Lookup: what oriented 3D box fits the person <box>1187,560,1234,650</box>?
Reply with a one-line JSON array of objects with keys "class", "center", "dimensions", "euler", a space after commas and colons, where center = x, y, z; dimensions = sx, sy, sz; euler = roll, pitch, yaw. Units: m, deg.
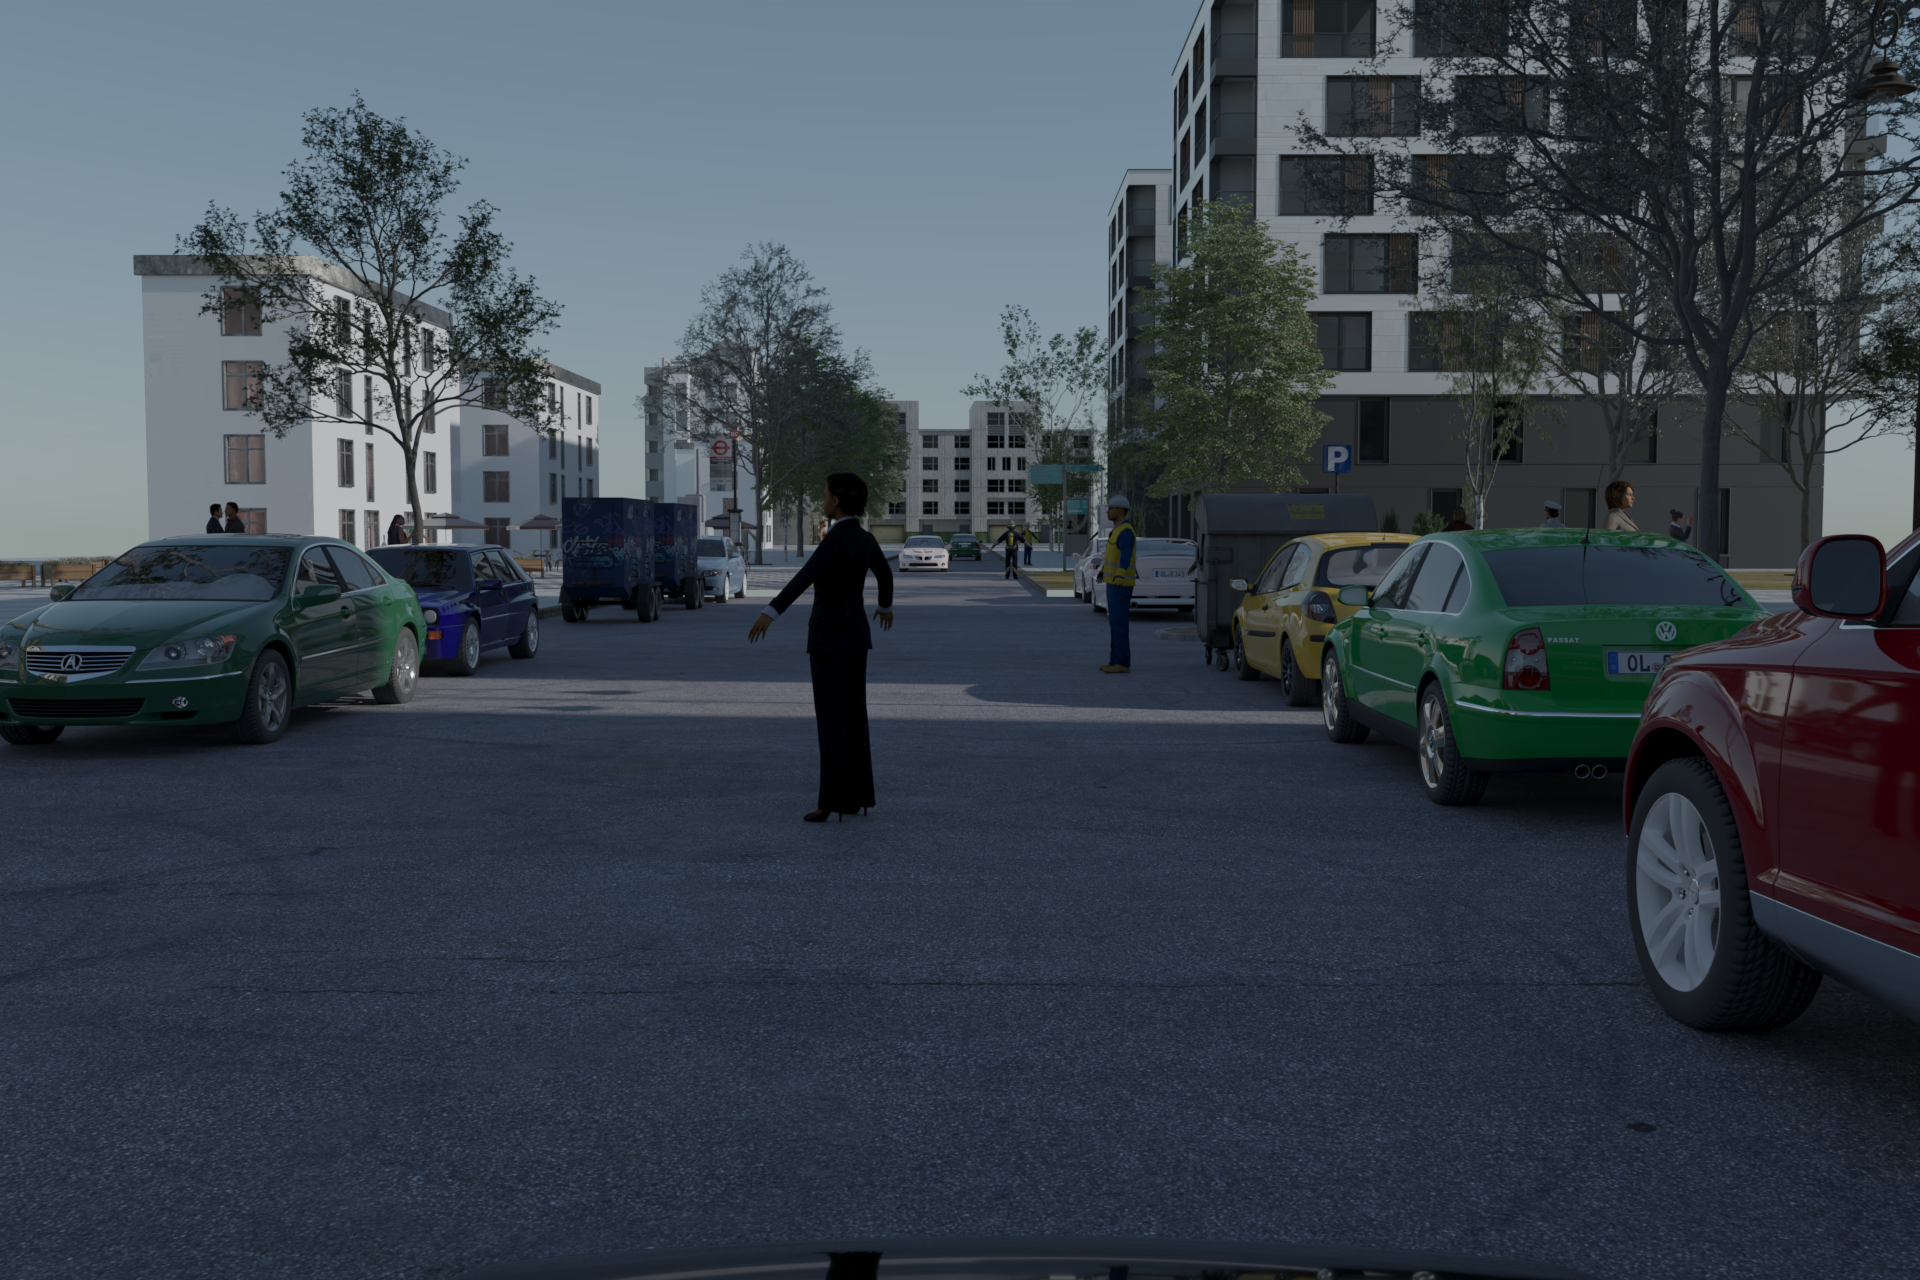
[{"class": "person", "center": [3.304, -0.794, 21.585], "dimensions": [0.704, 1.812, 1.346], "euler": [-2, 4, -27]}]

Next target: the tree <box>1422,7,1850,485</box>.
[{"class": "tree", "center": [15.587, -7.977, 40.786], "dimensions": [12.009, 13.543, 11.850], "euler": [0, 3, 0]}]

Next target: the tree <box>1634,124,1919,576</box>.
[{"class": "tree", "center": [25.781, -8.704, 52.688], "dimensions": [12.009, 13.543, 11.850], "euler": [0, 3, 0]}]

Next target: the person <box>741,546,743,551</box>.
[{"class": "person", "center": [-6.727, -2.540, 50.802], "dimensions": [0.599, 1.433, 0.991], "euler": [3, 5, 43]}]

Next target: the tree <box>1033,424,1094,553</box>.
[{"class": "tree", "center": [6.912, -10.152, 116.346], "dimensions": [4.737, 8.622, 4.395], "euler": [0, 3, 0]}]

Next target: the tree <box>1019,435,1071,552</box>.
[{"class": "tree", "center": [6.555, -10.750, 126.129], "dimensions": [4.737, 8.622, 4.395], "euler": [0, 3, 0]}]

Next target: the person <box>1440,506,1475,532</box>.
[{"class": "person", "center": [8.042, -1.298, 28.025], "dimensions": [1.215, 1.729, 0.721], "euler": [0, 4, 5]}]

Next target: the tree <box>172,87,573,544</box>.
[{"class": "tree", "center": [-11.714, -6.254, 36.667], "dimensions": [7.601, 10.594, 8.767], "euler": [1, 4, 21]}]

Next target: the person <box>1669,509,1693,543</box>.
[{"class": "person", "center": [12.855, -1.463, 30.769], "dimensions": [0.445, 1.727, 0.742], "euler": [-1, 4, -17]}]

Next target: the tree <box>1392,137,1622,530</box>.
[{"class": "tree", "center": [9.738, -5.061, 33.117], "dimensions": [4.360, 8.622, 3.978], "euler": [0, 3, 0]}]

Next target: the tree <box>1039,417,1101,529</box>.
[{"class": "tree", "center": [7.029, -9.671, 108.490], "dimensions": [4.360, 8.622, 3.978], "euler": [0, 3, 0]}]

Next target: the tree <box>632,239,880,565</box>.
[{"class": "tree", "center": [-8.214, -9.852, 71.448], "dimensions": [12.009, 13.543, 11.850], "euler": [0, 3, 0]}]

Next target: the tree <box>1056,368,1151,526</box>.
[{"class": "tree", "center": [6.821, -7.718, 76.559], "dimensions": [4.360, 8.622, 3.978], "euler": [0, 3, 0]}]

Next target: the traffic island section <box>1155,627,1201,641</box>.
[{"class": "traffic island section", "center": [3.736, -0.073, 24.055], "dimensions": [1.991, 0.108, 1.994], "euler": [0, 4, 1]}]

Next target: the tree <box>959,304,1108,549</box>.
[{"class": "tree", "center": [6.252, -17.637, 144.258], "dimensions": [12.611, 20.169, 13.585], "euler": [0, 3, 0]}]

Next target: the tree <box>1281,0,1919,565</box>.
[{"class": "tree", "center": [9.645, -6.827, 21.996], "dimensions": [12.009, 13.543, 11.850], "euler": [0, 3, 0]}]

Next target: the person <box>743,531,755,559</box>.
[{"class": "person", "center": [-9.756, -4.420, 78.209], "dimensions": [1.347, 1.837, 0.705], "euler": [1, 4, 20]}]

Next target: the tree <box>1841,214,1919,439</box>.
[{"class": "tree", "center": [24.665, -6.509, 40.835], "dimensions": [7.601, 10.594, 8.767], "euler": [0, 4, 3]}]

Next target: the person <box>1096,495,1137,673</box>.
[{"class": "person", "center": [1.617, -0.583, 17.965], "dimensions": [0.705, 1.833, 1.349], "euler": [0, 4, -3]}]

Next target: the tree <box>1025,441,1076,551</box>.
[{"class": "tree", "center": [7.007, -11.212, 133.685], "dimensions": [4.737, 8.622, 4.395], "euler": [0, 3, 0]}]

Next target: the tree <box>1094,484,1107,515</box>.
[{"class": "tree", "center": [20.393, -17.501, 236.510], "dimensions": [4.360, 8.622, 3.978], "euler": [0, 3, 0]}]

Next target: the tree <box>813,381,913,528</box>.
[{"class": "tree", "center": [-8.467, -14.628, 145.828], "dimensions": [9.857, 13.997, 8.962], "euler": [0, 3, 0]}]

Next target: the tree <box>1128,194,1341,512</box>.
[{"class": "tree", "center": [9.200, -8.587, 58.528], "dimensions": [7.486, 12.596, 7.792], "euler": [0, 3, 0]}]

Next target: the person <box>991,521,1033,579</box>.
[{"class": "person", "center": [1.639, -2.862, 55.036], "dimensions": [1.354, 1.856, 0.705], "euler": [0, 4, 8]}]

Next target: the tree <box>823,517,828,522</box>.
[{"class": "tree", "center": [-20.050, -19.313, 233.899], "dimensions": [7.486, 12.596, 7.792], "euler": [0, 3, 0]}]

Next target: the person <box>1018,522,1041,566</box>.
[{"class": "person", "center": [2.810, -3.914, 70.458], "dimensions": [1.216, 1.772, 0.721], "euler": [-3, 5, -41]}]

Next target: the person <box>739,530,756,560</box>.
[{"class": "person", "center": [-9.350, -4.213, 75.066], "dimensions": [1.347, 1.806, 0.705], "euler": [1, 4, 9]}]

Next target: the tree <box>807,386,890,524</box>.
[{"class": "tree", "center": [-8.855, -13.069, 131.811], "dimensions": [7.486, 12.596, 7.792], "euler": [0, 3, 0]}]

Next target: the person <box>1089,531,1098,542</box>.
[{"class": "person", "center": [6.207, -4.178, 74.531], "dimensions": [1.346, 1.802, 0.704], "euler": [0, 4, 7]}]

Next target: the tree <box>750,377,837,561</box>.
[{"class": "tree", "center": [-8.380, -7.980, 80.843], "dimensions": [4.360, 8.622, 3.978], "euler": [0, 3, 0]}]

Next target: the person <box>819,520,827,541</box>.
[{"class": "person", "center": [-4.303, -2.999, 55.831], "dimensions": [0.721, 1.733, 1.217], "euler": [1, 4, 10]}]

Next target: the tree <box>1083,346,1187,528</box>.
[{"class": "tree", "center": [6.644, -7.200, 68.079], "dimensions": [4.360, 8.622, 3.978], "euler": [0, 3, 0]}]

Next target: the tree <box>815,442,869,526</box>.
[{"class": "tree", "center": [-8.207, -10.490, 121.880], "dimensions": [4.737, 8.622, 4.395], "euler": [0, 3, 0]}]

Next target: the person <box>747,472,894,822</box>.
[{"class": "person", "center": [-0.661, 0.028, 8.728], "dimensions": [0.721, 1.740, 1.216], "euler": [2, 4, 29]}]

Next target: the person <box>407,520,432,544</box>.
[{"class": "person", "center": [-18.355, -3.211, 58.623], "dimensions": [0.704, 1.817, 1.347], "euler": [1, 4, 19]}]

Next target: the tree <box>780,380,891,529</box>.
[{"class": "tree", "center": [-8.172, -11.227, 109.321], "dimensions": [9.928, 11.665, 9.643], "euler": [0, 3, 0]}]

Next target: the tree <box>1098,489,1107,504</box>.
[{"class": "tree", "center": [20.565, -17.245, 232.318], "dimensions": [4.737, 8.622, 4.395], "euler": [0, 3, 0]}]

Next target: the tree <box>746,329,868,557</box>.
[{"class": "tree", "center": [-8.565, -10.861, 95.703], "dimensions": [7.486, 12.596, 7.792], "euler": [0, 3, 0]}]
